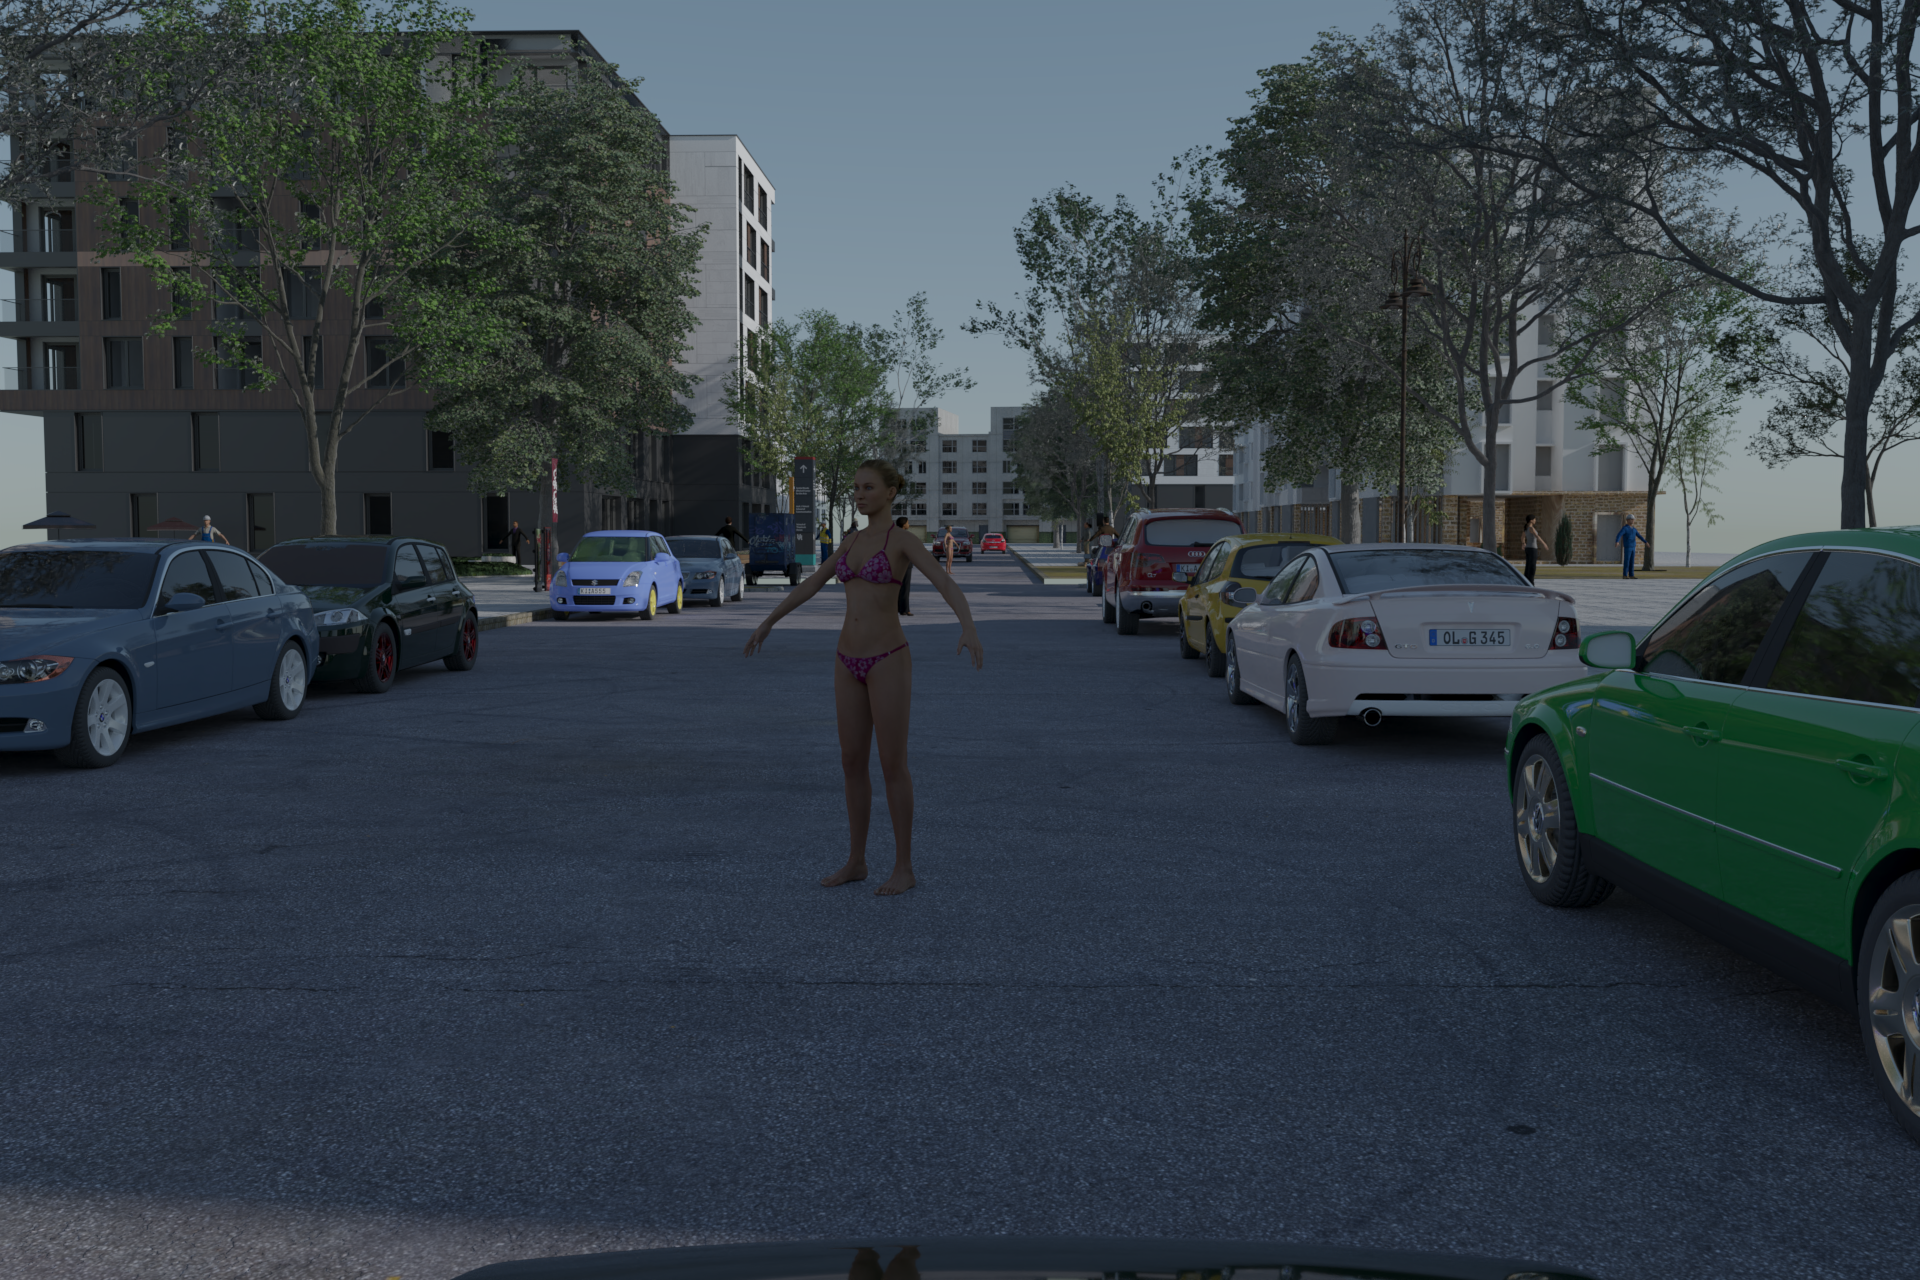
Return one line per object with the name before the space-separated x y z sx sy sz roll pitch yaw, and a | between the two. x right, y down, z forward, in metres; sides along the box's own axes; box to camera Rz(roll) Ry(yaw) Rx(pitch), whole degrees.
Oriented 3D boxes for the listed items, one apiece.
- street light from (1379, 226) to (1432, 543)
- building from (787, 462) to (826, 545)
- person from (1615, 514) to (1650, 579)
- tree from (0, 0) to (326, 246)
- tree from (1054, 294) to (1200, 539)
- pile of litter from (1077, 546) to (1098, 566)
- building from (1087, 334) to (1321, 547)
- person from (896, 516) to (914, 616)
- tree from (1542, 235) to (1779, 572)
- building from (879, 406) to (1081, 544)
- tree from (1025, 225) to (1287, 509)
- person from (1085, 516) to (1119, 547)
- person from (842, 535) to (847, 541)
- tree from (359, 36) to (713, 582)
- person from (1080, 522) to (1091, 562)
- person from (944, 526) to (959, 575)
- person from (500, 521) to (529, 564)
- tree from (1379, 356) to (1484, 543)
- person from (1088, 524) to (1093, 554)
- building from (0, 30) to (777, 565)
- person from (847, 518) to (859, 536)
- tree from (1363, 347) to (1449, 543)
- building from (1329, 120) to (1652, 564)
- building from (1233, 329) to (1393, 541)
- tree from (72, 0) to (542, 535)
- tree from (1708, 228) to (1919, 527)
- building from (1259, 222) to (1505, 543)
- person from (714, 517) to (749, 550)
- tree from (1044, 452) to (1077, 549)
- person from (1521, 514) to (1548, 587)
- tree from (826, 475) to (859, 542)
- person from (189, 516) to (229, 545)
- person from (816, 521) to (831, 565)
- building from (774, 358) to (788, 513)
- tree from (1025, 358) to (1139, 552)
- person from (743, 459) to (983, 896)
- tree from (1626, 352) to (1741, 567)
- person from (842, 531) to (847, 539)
street light | 6.745 -3.278 26.376 0.468 5.910 1.993 0 4 1
building | -21.016 -16.701 215.208 9.099 9.664 28.070 0 4 1
person | 18.985 -2.641 49.055 1.347 1.842 0.705 -2 4 -28
tree | -12.361 -6.607 18.396 12.009 13.543 11.850 0 3 0
tree | 4.928 -6.317 53.641 4.737 8.622 4.395 0 3 0
pile of litter | 5.212 -3.338 68.537 1.176 0.858 1.719 0 4 0
building | 28.062 -21.372 193.410 27.936 21.610 32.646 0 4 1
person | -0.919 -1.298 30.397 0.721 1.740 1.216 -2 4 -26
tree | 23.940 -8.175 59.421 9.928 11.665 9.643 0 3 0
building | 5.595 -23.116 246.866 31.486 18.905 16.747 1 4 10
tree | 7.699 -9.768 70.078 12.009 13.543 11.850 0 3 0
person | 4.370 -2.804 51.986 1.346 1.812 0.704 -2 4 -27
person | -5.449 -5.057 88.449 1.354 1.858 0.705 -2 4 -28
tree | -11.079 -8.530 46.124 9.857 13.997 8.962 0 3 0
person | 5.508 -4.247 75.709 0.705 1.796 1.348 -1 4 -11
person | -0.310 -3.194 61.475 0.721 1.733 1.217 1 4 22
person | -17.609 -3.816 68.619 1.346 1.802 0.704 1 4 20
tree | 17.486 -7.175 67.681 4.360 8.622 3.978 0 3 0
person | 6.650 -5.073 89.135 0.705 1.806 1.347 1 4 17
building | -25.397 -14.877 87.220 27.936 21.610 32.646 0 4 2
person | -3.758 -3.442 62.062 0.705 1.856 1.354 1 4 23
tree | 14.516 -6.508 56.762 4.737 8.622 4.395 0 3 0
building | 23.712 -14.025 85.735 16.016 20.090 11.380 0 4 1
building | 26.251 -16.913 132.946 16.016 20.090 11.380 0 4 1
tree | -11.308 -6.410 30.566 9.928 11.665 9.643 0 3 0
tree | 26.808 -7.122 50.863 8.767 10.594 7.601 -1 4 -9
building | 23.651 -15.255 105.845 16.016 20.090 11.380 0 4 1
person | -6.951 -2.813 52.172 1.347 1.806 0.705 1 4 10
tree | 8.275 -11.824 143.683 4.360 8.622 3.978 0 3 0
person | 13.223 -2.024 39.903 0.721 1.737 1.217 0 4 -7
tree | -16.639 -20.463 244.937 12.009 13.543 11.850 0 3 0
person | -23.027 -2.882 52.982 1.347 1.847 0.705 0 4 -7
person | -5.602 -3.978 71.008 0.705 1.833 1.349 -2 4 -35
building | -24.845 -20.023 183.795 16.016 20.090 11.380 0 4 1
tree | 9.028 -13.484 127.124 9.857 13.997 8.962 0 3 0
person | -0.391 0.141 6.960 1.217 1.733 0.721 3 4 37
tree | 28.269 -7.114 66.677 4.360 8.622 3.978 0 3 0
person | -5.517 -4.605 84.556 0.599 1.433 0.991 0 4 -7
